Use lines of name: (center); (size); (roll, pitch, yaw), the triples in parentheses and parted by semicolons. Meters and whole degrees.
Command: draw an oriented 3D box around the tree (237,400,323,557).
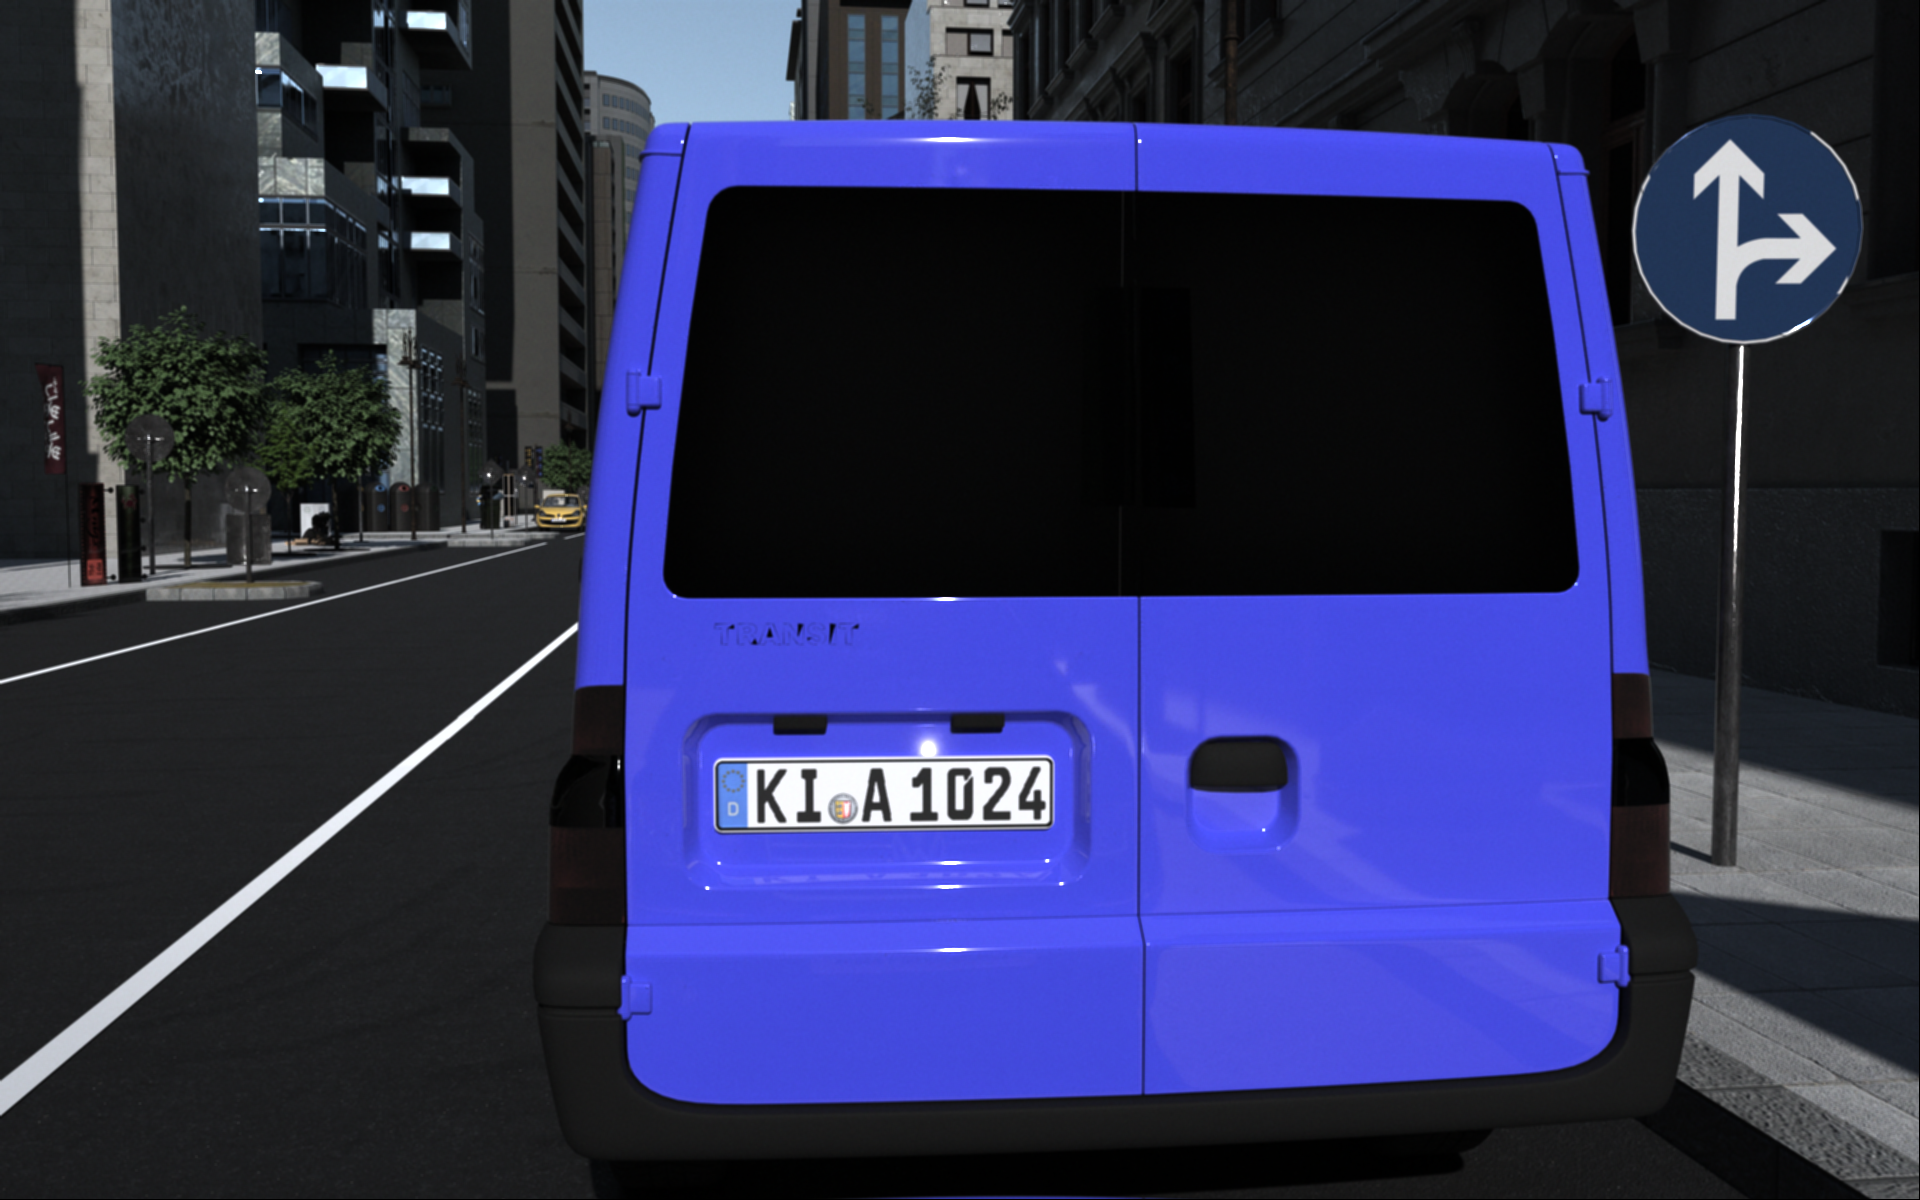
tree: (-14.033, -2.519, 35.794); (1.663, 3.219, 1.824); (0, 3, 0)

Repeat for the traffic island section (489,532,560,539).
traffic island section: (-14.222, -2.109, 56.760); (2.009, 0.180, 2.903); (0, 4, -7)

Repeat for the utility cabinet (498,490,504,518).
utility cabinet: (-24.865, -5.126, 92.496); (1.173, 1.500, 0.318); (2, 4, 31)

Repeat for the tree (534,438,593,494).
tree: (-23.390, -7.419, 105.012); (4.285, 4.588, 4.351); (0, 3, 0)

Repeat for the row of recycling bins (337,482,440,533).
row of recycling bins: (-19.349, -3.148, 58.577); (3.534, 1.692, 1.069); (-3, 5, -44)

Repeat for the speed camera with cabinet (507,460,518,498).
speed camera with cabinet: (-26.707, -6.542, 101.305); (0.660, 3.252, 2.038); (1, 4, 23)

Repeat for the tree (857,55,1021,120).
tree: (-0.039, -4.838, 29.469); (4.360, 8.622, 3.978); (0, 3, 0)

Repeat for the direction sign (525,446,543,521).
direction sign: (-20.227, -5.520, 82.248); (0.876, 3.537, 0.379); (1, 4, 11)

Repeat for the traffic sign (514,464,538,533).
traffic sign: (-14.200, -3.245, 56.702); (0.795, 2.450, 0.064); (0, 4, -7)

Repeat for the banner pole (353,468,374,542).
banner pole: (-15.963, -3.451, 46.437); (0.401, 3.779, 0.863); (1, 4, 13)

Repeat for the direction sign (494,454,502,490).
direction sign: (-26.199, -6.506, 98.364); (0.379, 3.537, 0.876); (-3, 5, -41)

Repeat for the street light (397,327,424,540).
street light: (-15.196, -4.601, 48.015); (0.468, 5.910, 1.993); (0, 4, -7)

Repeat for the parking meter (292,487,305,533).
parking meter: (-21.662, -3.120, 56.730); (0.255, 1.863, 0.399); (1, 4, 22)

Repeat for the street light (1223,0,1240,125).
street light: (1.662, -2.317, 10.676); (0.468, 5.910, 1.993); (0, 4, -7)

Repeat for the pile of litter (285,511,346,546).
pile of litter: (-16.185, -1.805, 43.471); (1.719, 0.858, 1.176); (3, 4, 37)

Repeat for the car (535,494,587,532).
car: (-15.264, -3.448, 66.590); (2.015, 1.641, 3.980); (0, 4, -8)

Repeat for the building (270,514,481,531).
building: (-32.009, -46.452, 72.156); (22.319, 86.520, 31.000); (0, 4, -7)

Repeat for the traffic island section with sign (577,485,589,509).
traffic island section with sign: (-17.008, -4.276, 78.547); (1.989, 1.847, 2.006); (0, 4, -7)

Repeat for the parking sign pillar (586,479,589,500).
parking sign pillar: (-25.553, -8.086, 120.684); (1.447, 3.967, 1.447); (0, 4, -5)

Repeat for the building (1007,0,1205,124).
building: (7.663, -12.294, 37.159); (11.583, 22.565, 21.152); (0, 4, -7)

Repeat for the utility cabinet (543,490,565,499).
utility cabinet: (-22.345, -5.304, 95.402); (1.173, 1.500, 0.318); (0, 4, 0)

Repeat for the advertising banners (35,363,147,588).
advertising banners: (-12.107, -1.711, 24.166); (0.090, 3.025, 2.074); (1, 4, 12)

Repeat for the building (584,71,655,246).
building: (-53.760, -42.819, 242.083); (21.231, 58.520, 28.212); (0, 4, -7)

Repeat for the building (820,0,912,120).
building: (-4.239, -30.142, 142.934); (14.600, 45.320, 14.200); (0, 4, -7)

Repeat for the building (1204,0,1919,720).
building: (11.000, -13.898, 14.617); (14.401, 28.519, 23.554); (0, 4, -7)

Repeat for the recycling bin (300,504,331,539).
recycling bin: (-17.139, -2.050, 46.077); (0.722, 1.027, 0.722); (-1, 4, -17)

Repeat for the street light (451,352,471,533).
street light: (-16.264, -5.127, 56.612); (0.468, 5.910, 1.993); (0, 4, -7)

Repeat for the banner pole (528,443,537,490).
banner pole: (-21.103, -5.849, 85.644); (0.863, 3.779, 0.401); (2, 4, 35)

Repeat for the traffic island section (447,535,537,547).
traffic island section: (-13.212, -1.624, 48.839); (2.009, 0.180, 2.903); (0, 4, -7)

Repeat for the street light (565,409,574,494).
street light: (-21.078, -7.389, 93.606); (0.468, 5.910, 1.993); (0, 4, -7)

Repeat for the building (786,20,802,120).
building: (-4.411, -36.902, 192.584); (28.713, 52.752, 27.495); (0, 4, -7)

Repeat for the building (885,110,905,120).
building: (-1.109, -16.669, 101.415); (11.050, 23.489, 19.941); (0, 4, -7)

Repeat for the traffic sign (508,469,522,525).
traffic sign: (-18.098, -4.189, 70.620); (0.606, 2.300, 0.079); (0, 4, -2)

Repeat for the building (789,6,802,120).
building: (-18.003, -58.885, 275.438); (22.319, 86.520, 31.000); (0, 4, -7)

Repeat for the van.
van: (0.007, -0.057, 5.316); (2.240, 2.365, 5.245); (0, 4, -6)

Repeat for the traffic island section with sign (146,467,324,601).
traffic island section with sign: (-10.099, -0.961, 24.335); (1.989, 1.847, 2.006); (0, 4, -7)

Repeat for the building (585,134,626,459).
building: (-44.360, -31.044, 191.160); (14.154, 41.232, 14.086); (0, 4, -7)

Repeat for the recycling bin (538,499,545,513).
recycling bin: (-20.714, -4.556, 87.047); (0.722, 1.027, 0.722); (3, 5, 40)

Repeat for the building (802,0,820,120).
building: (-4.363, -38.034, 163.852); (21.231, 58.520, 28.212); (0, 4, -7)

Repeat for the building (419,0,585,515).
building: (-36.766, -30.078, 115.482); (21.300, 48.544, 21.600); (0, 4, -7)

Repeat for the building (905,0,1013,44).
building: (6.768, -12.947, 66.439); (16.860, 20.320, 10.420); (0, 4, -7)

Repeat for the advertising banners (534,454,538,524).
advertising banners: (-17.919, -4.716, 73.287); (0.090, 3.025, 2.074); (-1, 4, -16)

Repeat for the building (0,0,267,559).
building: (-25.638, -11.212, 38.074); (16.860, 20.320, 10.420); (0, 4, -7)

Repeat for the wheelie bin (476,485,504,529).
wheelie bin: (-17.072, -3.374, 63.065); (0.980, 1.594, 0.693); (-2, 4, -31)

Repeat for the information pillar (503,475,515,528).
information pillar: (-16.989, -3.716, 65.241); (0.304, 2.012, 0.304); (2, 4, 31)

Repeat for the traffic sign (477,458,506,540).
traffic sign: (-13.190, -2.761, 48.780); (0.795, 2.450, 0.064); (0, 4, -7)

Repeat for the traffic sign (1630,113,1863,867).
traffic sign: (2.646, -0.356, 5.921); (0.768, 2.556, 0.104); (0, 4, 2)

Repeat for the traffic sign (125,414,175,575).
traffic sign: (-12.875, -1.678, 27.540); (0.768, 2.556, 0.104); (0, 4, -5)

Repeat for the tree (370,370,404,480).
tree: (-14.172, -3.399, 39.290); (4.285, 4.588, 4.351); (0, 3, 0)

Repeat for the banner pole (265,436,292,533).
banner pole: (-22.421, -4.087, 56.840); (0.863, 3.779, 0.401); (-1, 4, -18)

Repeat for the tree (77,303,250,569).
tree: (-13.486, -2.830, 29.981); (4.285, 4.588, 4.351); (0, 3, 0)
